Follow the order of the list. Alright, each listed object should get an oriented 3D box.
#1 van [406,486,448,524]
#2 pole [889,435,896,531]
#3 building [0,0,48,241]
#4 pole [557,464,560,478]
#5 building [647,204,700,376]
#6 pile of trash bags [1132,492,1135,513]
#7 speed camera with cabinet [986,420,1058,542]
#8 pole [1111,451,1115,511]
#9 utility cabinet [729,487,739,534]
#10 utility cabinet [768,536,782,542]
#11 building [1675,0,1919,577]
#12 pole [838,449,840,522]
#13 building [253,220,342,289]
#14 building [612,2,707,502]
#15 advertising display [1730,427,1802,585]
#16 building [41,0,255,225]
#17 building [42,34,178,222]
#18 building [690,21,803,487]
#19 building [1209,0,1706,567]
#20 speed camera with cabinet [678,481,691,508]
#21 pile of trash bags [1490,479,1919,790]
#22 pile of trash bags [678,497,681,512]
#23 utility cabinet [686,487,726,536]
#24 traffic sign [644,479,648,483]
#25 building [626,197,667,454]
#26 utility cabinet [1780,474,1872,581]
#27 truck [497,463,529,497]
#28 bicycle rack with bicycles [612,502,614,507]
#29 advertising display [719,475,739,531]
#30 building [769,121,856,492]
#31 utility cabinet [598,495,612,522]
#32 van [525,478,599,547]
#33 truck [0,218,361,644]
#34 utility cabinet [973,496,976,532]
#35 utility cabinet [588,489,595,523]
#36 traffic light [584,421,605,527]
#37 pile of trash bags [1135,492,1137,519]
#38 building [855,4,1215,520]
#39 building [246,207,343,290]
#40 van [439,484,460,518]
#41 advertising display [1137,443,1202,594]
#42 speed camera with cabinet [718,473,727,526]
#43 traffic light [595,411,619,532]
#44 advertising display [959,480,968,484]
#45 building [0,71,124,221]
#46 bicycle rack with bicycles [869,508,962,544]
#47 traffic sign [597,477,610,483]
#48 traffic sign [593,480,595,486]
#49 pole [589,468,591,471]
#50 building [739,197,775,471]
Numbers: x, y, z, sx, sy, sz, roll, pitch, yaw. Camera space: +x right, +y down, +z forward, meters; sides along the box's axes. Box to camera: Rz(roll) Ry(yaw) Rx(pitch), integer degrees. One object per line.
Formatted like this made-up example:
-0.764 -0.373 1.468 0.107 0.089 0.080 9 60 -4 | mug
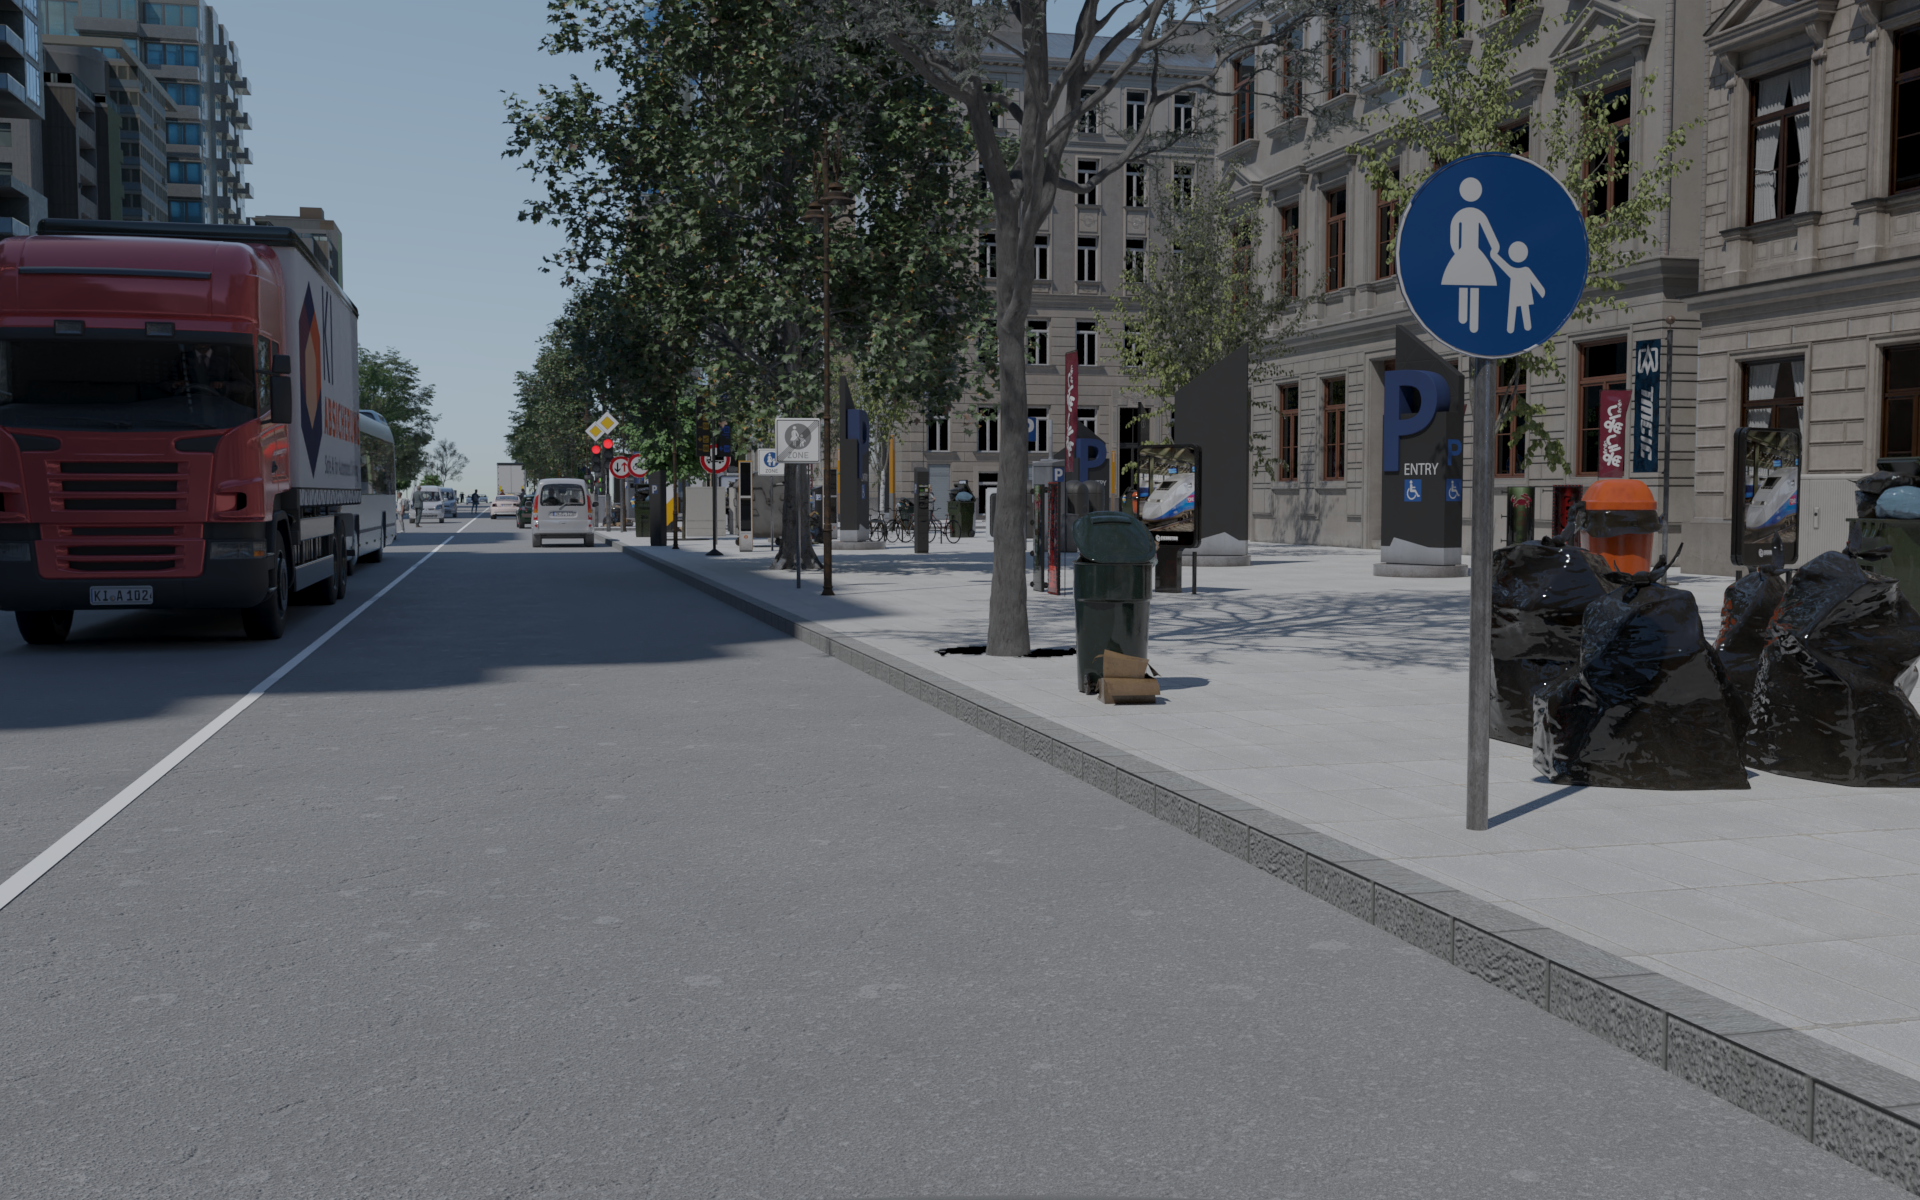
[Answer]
-26.398 -4.815 85.736 2.013 2.044 4.112 -1 4 -16 | van
-2.334 -4.033 59.790 0.158 3.312 0.155 0 3 0 | pole
-57.714 -47.102 82.788 22.319 86.520 31.000 -1 4 -15 | building
-26.460 -7.365 114.253 0.158 3.312 0.155 0 3 0 | pole
-39.405 -34.487 247.457 14.154 41.232 14.086 -1 4 -15 | building
11.688 -7.411 130.928 1.912 1.369 3.447 -1 4 -17 | pile of trash bags
1.716 -3.177 46.285 2.038 3.252 0.660 2 4 26 | speed camera with cabinet
7.221 -5.375 81.718 0.158 3.312 0.155 0 3 0 | pole
-6.716 -2.809 54.610 1.173 1.500 0.318 -3 5 -43 | utility cabinet
-4.842 -2.280 45.953 0.318 1.500 1.173 0 4 6 | utility cabinet
18.484 -9.492 19.820 10.561 19.102 19.286 -1 4 -15 | building
-5.424 -5.167 78.323 0.158 3.312 0.155 0 3 0 | pole
-100.315 -35.206 259.213 14.154 41.232 14.086 -1 4 -15 | building
-45.083 -59.373 283.418 22.319 86.520 31.000 -1 4 -15 | building
7.879 -0.717 16.935 0.974 1.923 0.123 -2 4 -33 | advertising display
-80.883 -33.476 166.935 23.786 49.044 30.456 -1 4 -15 | building
-78.195 -27.397 139.818 32.217 40.220 23.993 -1 4 -15 | building
-14.990 -44.410 164.363 20.563 71.187 20.611 -1 4 -15 | building
14.475 -12.478 40.168 11.583 22.565 21.152 -1 4 -15 | building
-21.837 -8.640 135.594 0.660 3.252 2.038 0 4 6 | speed camera with cabinet
3.703 0.041 9.075 1.912 1.369 3.447 1 4 9 | pile of trash bags
-20.027 -6.804 121.005 3.447 1.369 1.912 -2 4 -26 | pile of trash bags
-7.696 -2.670 52.330 1.173 1.500 0.318 -1 4 -19 | utility cabinet
-19.753 -6.661 109.008 0.768 2.556 0.104 0 4 -7 | traffic sign
-42.724 -37.367 261.057 14.600 45.320 14.200 -1 4 -15 | building
9.397 -0.633 19.027 0.318 1.500 1.173 -2 4 -30 | utility cabinet
-41.280 -10.446 159.697 2.839 4.237 11.283 -1 4 -13 | truck
-22.507 -5.841 108.887 2.852 0.926 2.925 -1 4 -9 | bicycle rack with bicycles
-7.812 -3.323 59.541 0.974 1.923 0.123 -2 4 -29 | advertising display
-4.319 -19.951 112.105 13.634 28.700 20.117 -1 4 -15 | building
-16.313 -4.123 78.568 1.020 1.237 0.306 -3 5 -41 | utility cabinet
-11.000 -2.503 47.941 2.013 2.044 4.112 -1 4 -13 | van
-8.713 -1.909 20.121 2.839 4.237 11.283 -1 4 -15 | truck
0.287 -2.875 58.164 0.306 1.237 1.020 1 4 12 | utility cabinet
-16.484 -4.168 76.828 0.318 1.500 1.173 -2 4 -35 | utility cabinet
-14.015 -4.751 66.604 0.839 4.253 0.868 -1 4 -15 | traffic light
10.628 -4.621 85.303 3.447 1.369 1.912 -3 5 -42 | pile of trash bags
7.415 -18.037 92.173 25.104 27.353 12.463 -1 4 -15 | building
-104.739 -38.068 272.524 14.600 45.320 14.200 -1 4 -15 | building
-31.812 -6.086 106.524 2.013 2.044 4.112 -1 4 -16 | van
2.703 -1.053 22.425 0.974 1.923 0.123 3 5 45 | advertising display
-9.603 -4.600 69.553 0.660 3.252 2.038 -2 4 -26 | speed camera with cabinet
-11.990 -4.279 58.879 0.839 4.253 0.868 -1 4 -15 | traffic light
0.156 -4.442 77.843 0.123 1.923 0.974 -1 4 -19 | advertising display
-65.719 -21.168 117.792 14.160 30.474 14.107 -1 4 -15 | building
-1.702 -1.933 44.986 2.852 0.926 2.925 -2 4 -35 | bicycle rack with bicycles
-21.245 -6.303 103.165 0.768 2.556 0.104 -1 4 -14 | traffic sign
-29.827 -8.552 139.936 0.768 2.556 0.104 -1 4 -8 | traffic sign
-27.641 -8.298 129.511 0.158 3.312 0.155 0 3 0 | pole
-9.002 -21.164 133.416 14.401 28.519 23.554 -1 4 -15 | building
